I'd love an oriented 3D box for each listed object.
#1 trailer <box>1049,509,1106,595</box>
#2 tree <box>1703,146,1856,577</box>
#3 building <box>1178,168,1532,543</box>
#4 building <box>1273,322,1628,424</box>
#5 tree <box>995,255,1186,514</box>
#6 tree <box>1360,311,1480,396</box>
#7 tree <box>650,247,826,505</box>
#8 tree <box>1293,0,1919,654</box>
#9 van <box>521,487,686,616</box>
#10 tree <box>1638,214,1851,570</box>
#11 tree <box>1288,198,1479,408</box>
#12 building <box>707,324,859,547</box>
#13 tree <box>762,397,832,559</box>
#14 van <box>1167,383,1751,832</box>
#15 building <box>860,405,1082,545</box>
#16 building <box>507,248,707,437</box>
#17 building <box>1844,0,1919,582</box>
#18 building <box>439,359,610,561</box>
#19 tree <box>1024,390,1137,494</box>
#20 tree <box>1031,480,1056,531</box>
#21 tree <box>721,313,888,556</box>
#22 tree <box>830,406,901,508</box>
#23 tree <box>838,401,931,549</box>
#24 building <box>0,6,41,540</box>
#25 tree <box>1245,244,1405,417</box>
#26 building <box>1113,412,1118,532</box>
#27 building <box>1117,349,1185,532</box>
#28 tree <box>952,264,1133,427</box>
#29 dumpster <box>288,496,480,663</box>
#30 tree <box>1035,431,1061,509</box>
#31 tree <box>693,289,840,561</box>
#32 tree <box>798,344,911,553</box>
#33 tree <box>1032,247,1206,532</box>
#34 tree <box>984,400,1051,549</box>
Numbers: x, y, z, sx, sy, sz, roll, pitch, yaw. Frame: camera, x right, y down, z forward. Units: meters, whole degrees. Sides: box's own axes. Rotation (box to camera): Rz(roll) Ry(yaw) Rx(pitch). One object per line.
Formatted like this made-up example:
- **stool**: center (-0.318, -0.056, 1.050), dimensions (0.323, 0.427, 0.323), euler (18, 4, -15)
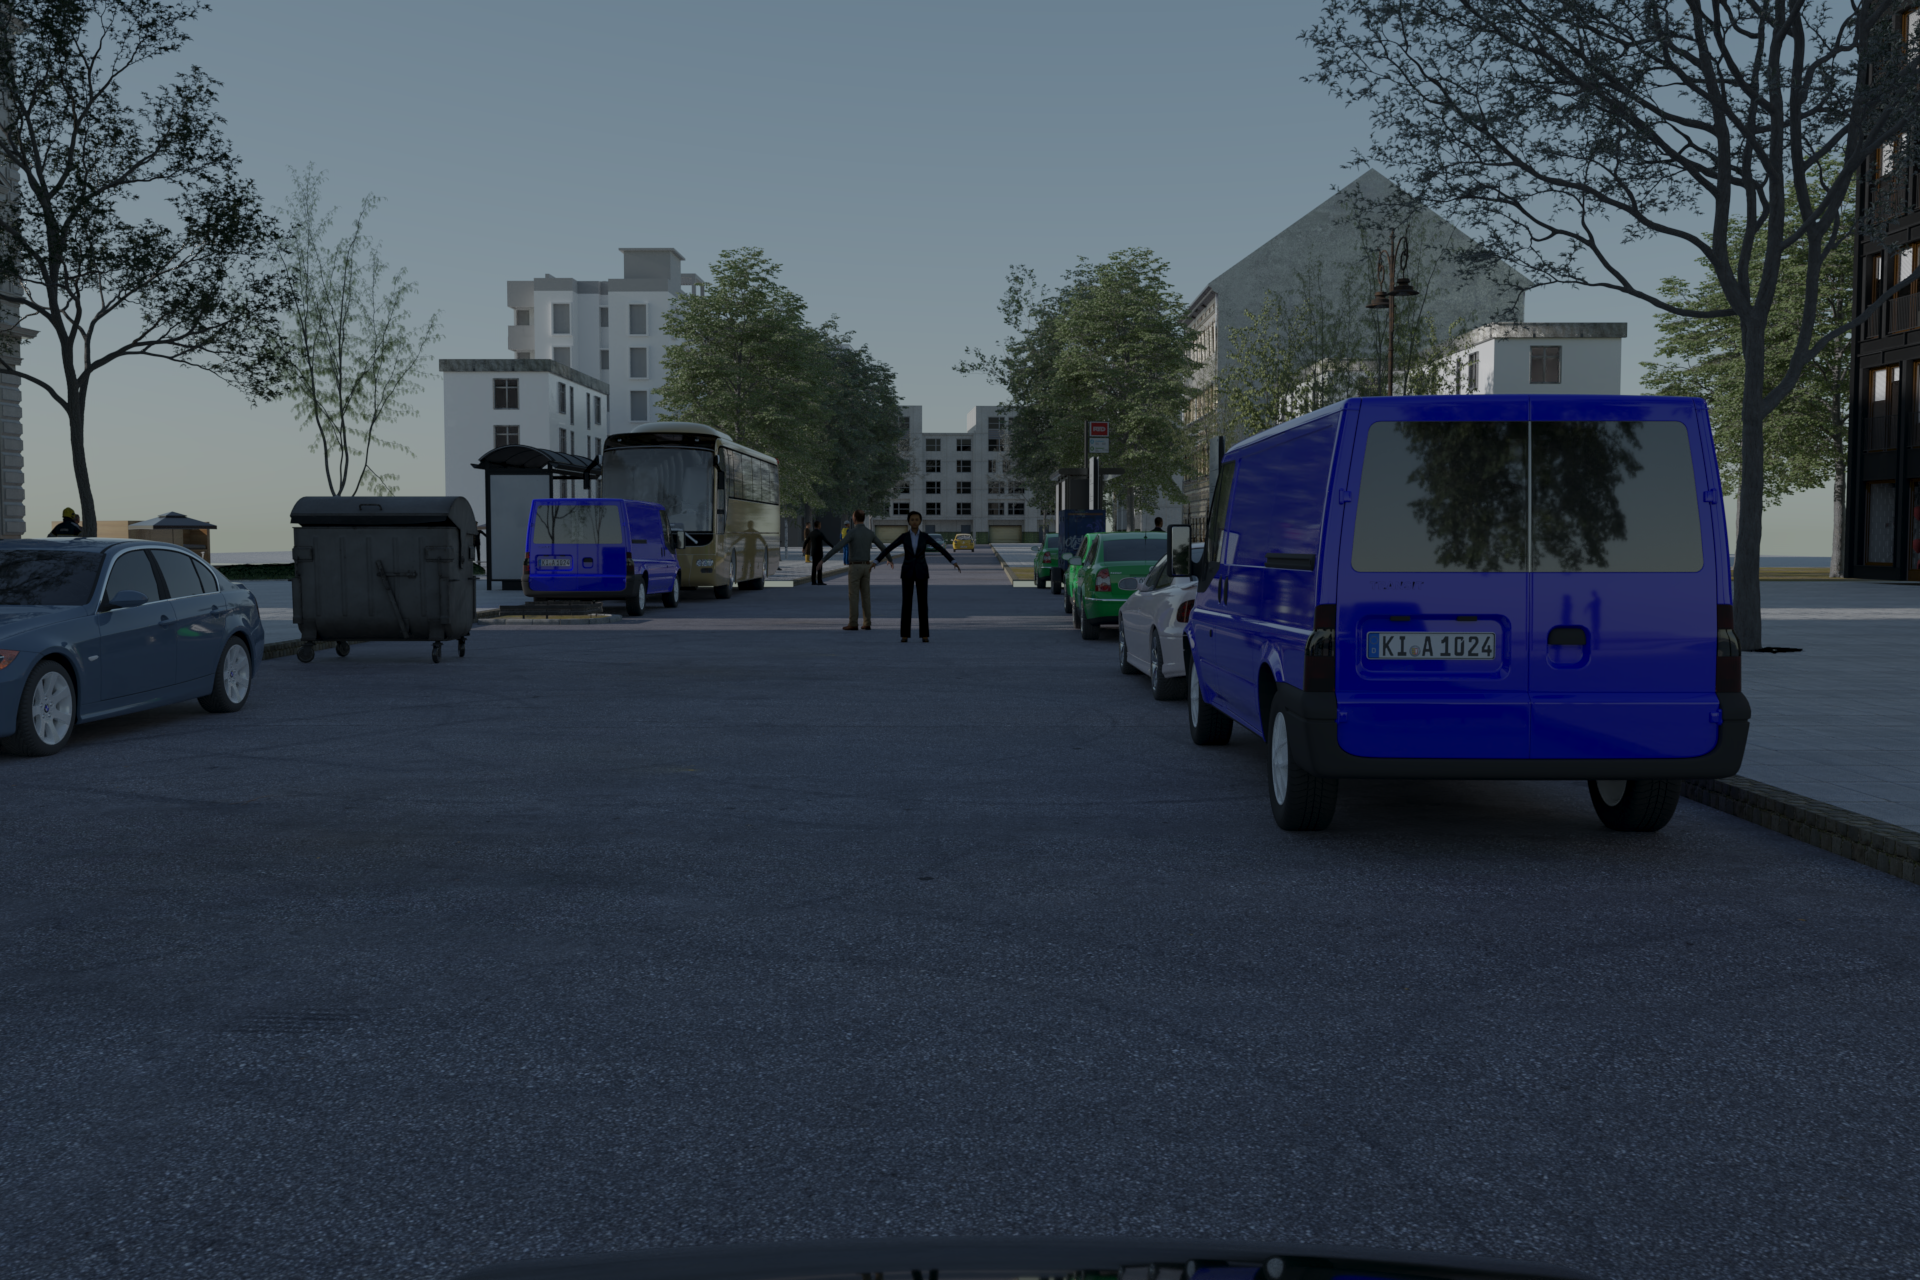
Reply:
- **trailer**: center (2.904, -2.142, 42.064), dimensions (1.471, 1.999, 3.904), euler (0, 3, 0)
- **tree**: center (25.833, -8.151, 51.393), dimensions (7.486, 12.596, 7.792), euler (0, 3, 0)
- **building**: center (24.904, -17.287, 113.579), dimensions (19.493, 23.208, 18.063), euler (0, 4, 1)
- **building**: center (21.940, -8.605, 82.839), dimensions (9.099, 9.664, 28.070), euler (0, 4, 0)
- **tree**: center (6.288, -10.661, 80.968), dimensions (9.857, 13.997, 8.962), euler (0, 3, 0)
- **tree**: center (15.072, -6.490, 56.477), dimensions (4.737, 8.622, 4.395), euler (0, 3, 0)
- **tree**: center (-8.877, -9.212, 68.749), dimensions (7.486, 12.596, 7.792), euler (0, 3, 0)
- **tree**: center (8.785, -6.627, 18.720), dimensions (12.009, 13.543, 11.850), euler (0, 3, 0)
- **van**: center (-6.451, -1.684, 31.913), dimensions (2.240, 2.365, 5.245), euler (0, 4, 0)
- **tree**: center (28.191, -8.806, 62.100), dimensions (7.486, 12.596, 7.792), euler (0, 3, 0)
- **tree**: center (8.916, -5.264, 36.428), dimensions (4.360, 8.622, 3.978), euler (0, 3, 0)
- **building**: center (-25.879, -20.844, 184.773), dimensions (27.936, 21.610, 32.646), euler (0, 4, 2)
- **tree**: center (-9.263, -8.529, 89.809), dimensions (4.360, 8.622, 3.978), euler (0, 3, 0)
- **van**: center (2.486, -0.343, 9.999), dimensions (2.240, 2.365, 5.245), euler (0, 4, 1)
- **building**: center (1.593, -22.994, 244.867), dimensions (31.486, 18.905, 16.747), euler (0, 4, -4)
- **building**: center (-23.937, -15.867, 115.840), dimensions (16.016, 20.090, 11.380), euler (0, 4, 1)
- **building**: center (29.469, -12.758, 37.258), dimensions (12.332, 23.479, 15.834), euler (0, 4, 1)
- **building**: center (-24.169, -9.480, 97.141), dimensions (9.099, 9.664, 28.070), euler (0, 4, 0)
- **tree**: center (7.123, -10.132, 100.063), dimensions (7.601, 10.594, 8.767), euler (-3, 4, -39)
- **tree**: center (7.917, -11.378, 136.387), dimensions (4.360, 8.622, 3.978), euler (0, 3, 0)
- **tree**: center (-8.883, -11.809, 99.735), dimensions (9.857, 13.997, 8.962), euler (0, 3, 0)
- **tree**: center (-8.269, -12.856, 135.953), dimensions (9.928, 11.665, 9.643), euler (0, 3, 0)
- **tree**: center (-7.661, -14.622, 149.435), dimensions (12.009, 13.543, 11.850), euler (0, 3, 0)
- **building**: center (-31.062, -12.913, 38.843), dimensions (11.050, 23.595, 19.941), euler (0, 4, 1)
- **tree**: center (9.081, -5.783, 44.910), dimensions (4.360, 8.622, 3.978), euler (0, 3, 0)
- **building**: center (28.118, -22.845, 204.450), dimensions (19.493, 23.208, 18.063), euler (0, 4, 0)
- **building**: center (25.100, -18.683, 171.919), dimensions (16.747, 18.905, 31.486), euler (0, 4, 1)
- **tree**: center (6.247, -16.305, 122.480), dimensions (12.611, 20.169, 13.585), euler (0, 3, 0)
- **dumpster**: center (-6.511, -0.699, 19.639), dimensions (1.865, 1.857, 1.264), euler (0, 4, 0)
- **tree**: center (6.710, -9.774, 110.170), dimensions (4.360, 8.622, 3.978), euler (0, 3, 0)
- **tree**: center (-8.919, -9.941, 80.664), dimensions (7.486, 12.596, 7.792), euler (0, 3, 0)
- **tree**: center (-7.715, -12.841, 116.610), dimensions (9.857, 13.997, 8.962), euler (0, 3, 0)
- **tree**: center (6.494, -9.233, 69.092), dimensions (7.486, 12.596, 7.792), euler (0, 3, 0)
- **tree**: center (7.470, -14.812, 152.545), dimensions (12.009, 13.543, 11.850), euler (0, 3, 0)
